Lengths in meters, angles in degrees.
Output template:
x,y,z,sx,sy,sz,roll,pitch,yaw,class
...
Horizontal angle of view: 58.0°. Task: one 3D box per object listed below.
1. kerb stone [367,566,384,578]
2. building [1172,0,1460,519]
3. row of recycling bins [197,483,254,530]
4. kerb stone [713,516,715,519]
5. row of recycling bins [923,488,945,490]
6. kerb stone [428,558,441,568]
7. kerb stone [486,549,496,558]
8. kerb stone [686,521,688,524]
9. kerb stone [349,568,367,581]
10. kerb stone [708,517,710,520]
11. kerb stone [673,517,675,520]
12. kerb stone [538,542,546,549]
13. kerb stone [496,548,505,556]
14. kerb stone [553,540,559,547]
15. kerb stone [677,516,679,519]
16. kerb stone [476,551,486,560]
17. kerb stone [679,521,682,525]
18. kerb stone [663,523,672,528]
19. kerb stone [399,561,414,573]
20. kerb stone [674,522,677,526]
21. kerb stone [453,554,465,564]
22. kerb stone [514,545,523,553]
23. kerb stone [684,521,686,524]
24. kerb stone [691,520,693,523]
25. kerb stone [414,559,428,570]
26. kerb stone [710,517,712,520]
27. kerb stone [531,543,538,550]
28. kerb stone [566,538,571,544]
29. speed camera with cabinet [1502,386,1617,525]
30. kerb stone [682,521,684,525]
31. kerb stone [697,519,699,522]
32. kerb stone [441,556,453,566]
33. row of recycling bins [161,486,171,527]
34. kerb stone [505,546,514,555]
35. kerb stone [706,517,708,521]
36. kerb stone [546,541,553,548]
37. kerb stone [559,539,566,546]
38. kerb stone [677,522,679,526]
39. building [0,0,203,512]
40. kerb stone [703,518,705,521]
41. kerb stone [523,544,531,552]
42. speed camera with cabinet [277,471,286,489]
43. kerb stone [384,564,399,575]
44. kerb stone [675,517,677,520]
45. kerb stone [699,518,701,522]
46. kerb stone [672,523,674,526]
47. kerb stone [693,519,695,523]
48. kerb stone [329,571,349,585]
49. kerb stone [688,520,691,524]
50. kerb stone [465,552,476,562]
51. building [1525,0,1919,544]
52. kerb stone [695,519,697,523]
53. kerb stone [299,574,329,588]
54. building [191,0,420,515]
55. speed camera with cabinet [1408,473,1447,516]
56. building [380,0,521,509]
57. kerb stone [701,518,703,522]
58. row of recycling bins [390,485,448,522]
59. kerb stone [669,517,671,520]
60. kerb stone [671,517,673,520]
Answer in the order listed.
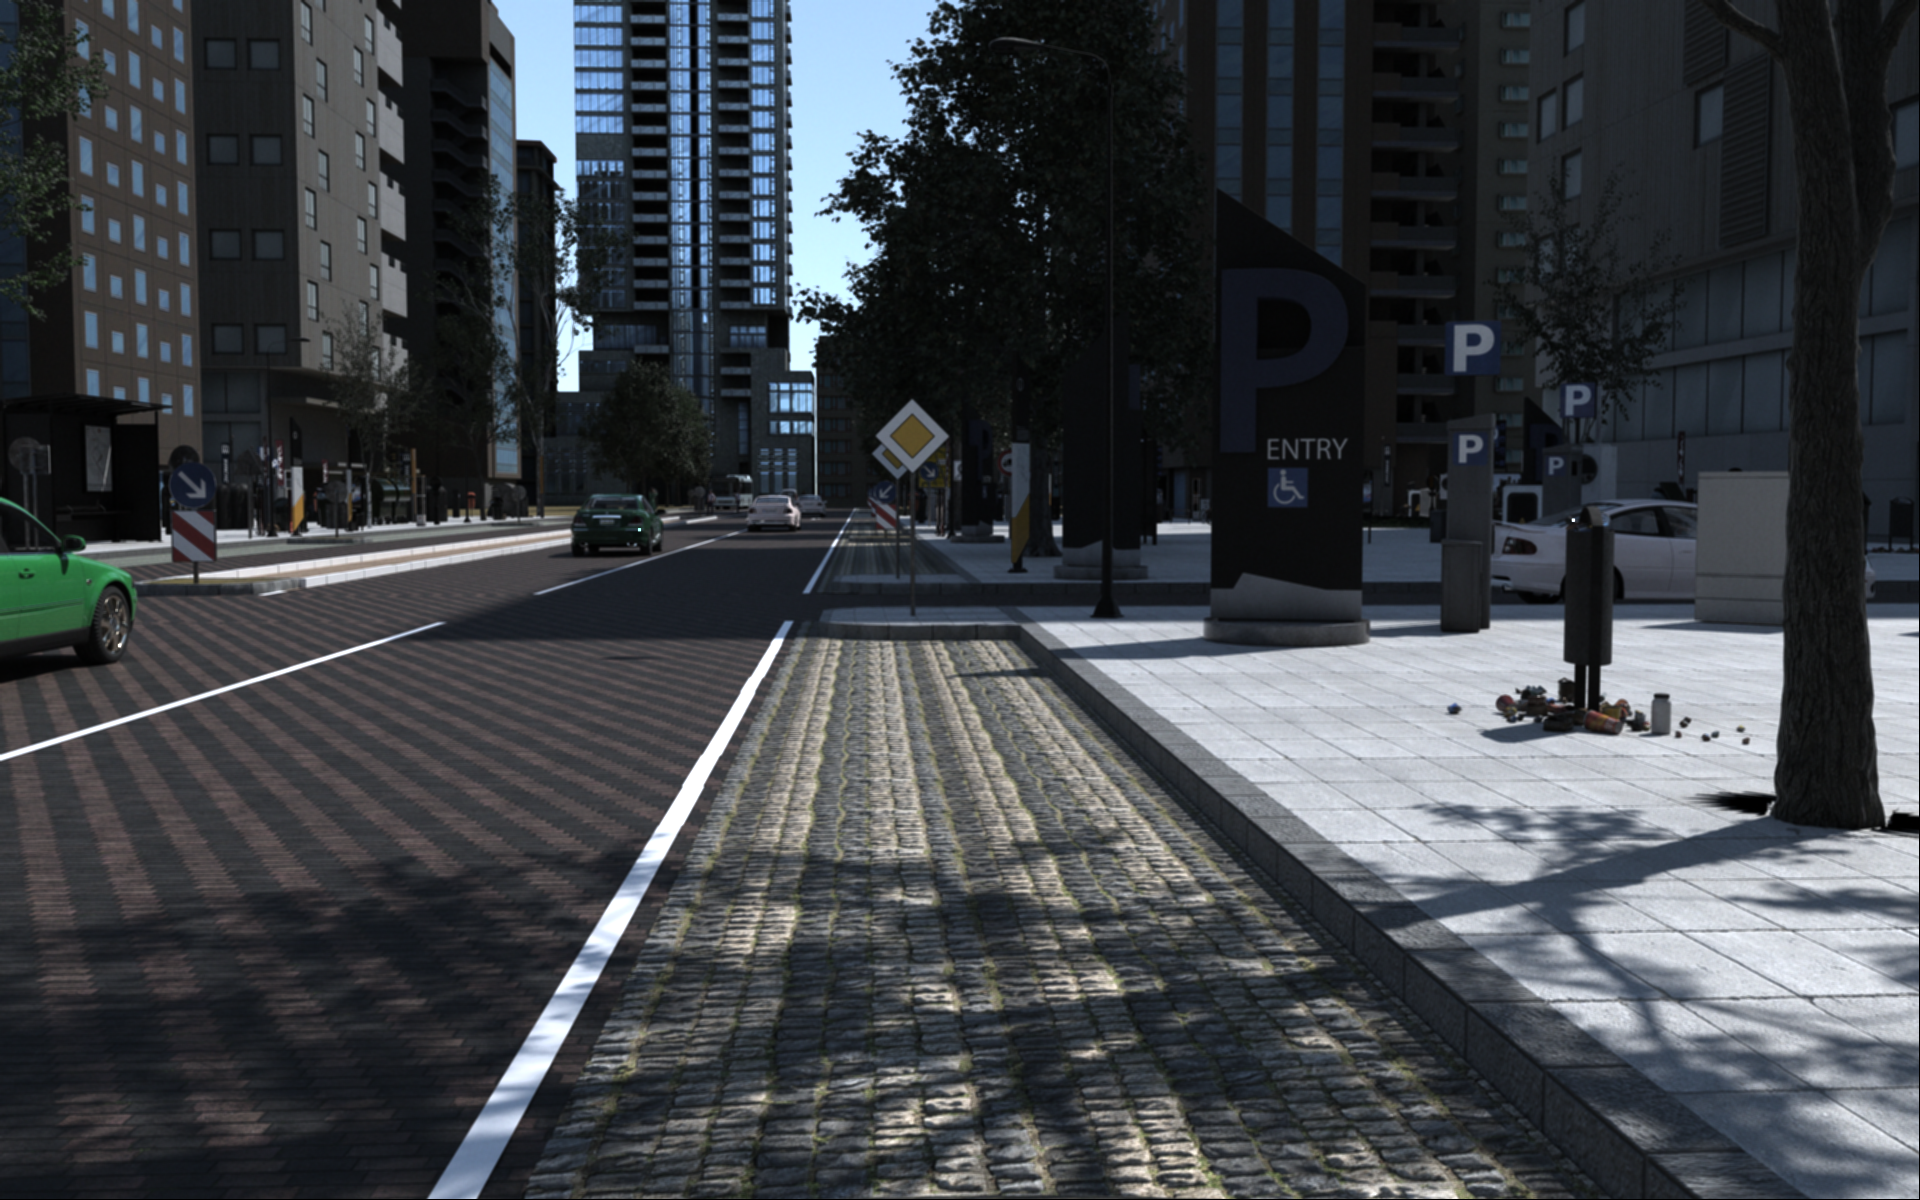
x,y,z,sx,sy,sz,roll,pitch,yaw,class
-10.178,-0.467,29.850,0.120,0.150,1.000,0,4,-3,kerb stone
17.941,-27.197,94.783,14.600,45.320,14.200,0,4,-3,building
-26.684,-3.404,62.776,1.069,1.692,3.534,0,4,5,row of recycling bins
-13.874,-4.535,96.340,0.120,0.150,1.000,0,4,-3,kerb stone
-0.955,-5.208,92.258,1.069,1.692,3.534,3,5,41,row of recycling bins
-10.403,-0.718,33.943,0.120,0.150,1.000,0,4,-3,kerb stone
-10.696,-1.032,39.073,0.120,0.150,1.000,0,4,-3,kerb stone
-13.087,-3.658,82.007,0.120,0.150,1.000,0,4,-3,kerb stone
-10.124,-0.402,28.830,0.120,0.150,1.000,0,4,-3,kerb stone
-13.709,-4.347,93.275,0.120,0.150,1.000,0,4,-3,kerb stone
-15.926,-4.468,95.244,0.120,0.150,1.000,0,4,-3,kerb stone
-11.031,-1.407,45.206,0.120,0.150,1.000,0,4,-3,kerb stone
-10.757,-1.092,40.094,0.120,0.150,1.000,0,4,-3,kerb stone
-11.147,-1.532,47.247,0.120,0.150,1.000,0,4,-3,kerb stone
-16.027,-4.594,97.299,0.120,0.150,1.000,0,4,-3,kerb stone
-10.635,-0.969,38.043,0.120,0.150,1.000,0,4,-3,kerb stone
-12.913,-3.471,78.945,0.120,0.150,1.000,0,4,-3,kerb stone
-12.684,-3.221,74.853,0.120,0.150,1.000,0,4,-3,kerb stone
-10.298,-0.583,31.894,0.120,0.150,1.000,0,4,-3,kerb stone
-12.800,-3.346,76.896,0.120,0.150,1.000,0,4,-3,kerb stone
-10.520,-0.844,35.997,0.120,0.150,1.000,0,4,-3,kerb stone
-10.859,-1.220,42.136,0.120,0.150,1.000,0,4,-3,kerb stone
-13.028,-3.591,80.987,0.120,0.150,1.000,0,4,-3,kerb stone
-13.192,-3.776,84.055,0.120,0.150,1.000,0,4,-3,kerb stone
-10.354,-0.656,32.922,0.120,0.150,1.000,0,4,-3,kerb stone
-13.765,-4.410,94.299,0.120,0.150,1.000,0,4,-3,kerb stone
-10.977,-1.341,44.180,0.120,0.150,1.000,0,4,-3,kerb stone
-11.260,-1.656,49.292,0.120,0.150,1.000,0,4,-3,kerb stone
11.101,-2.312,32.139,0.660,3.252,2.038,-3,4,-38,speed camera with cabinet
-12.969,-3.532,79.966,0.120,0.150,1.000,0,4,-3,kerb stone
-13.365,-3.972,87.136,0.120,0.150,1.000,0,4,-3,kerb stone
-10.464,-0.776,34.964,0.120,0.150,1.000,0,4,-3,kerb stone
-30.811,-3.638,66.600,3.534,1.692,1.069,-2,4,-30,row of recycling bins
-10.809,-1.157,41.115,0.120,0.150,1.000,0,4,-3,kerb stone
-13.653,-4.284,92.251,0.120,0.150,1.000,0,4,-3,kerb stone
-11.094,-1.470,46.226,0.120,0.150,1.000,0,4,-3,kerb stone
-11.207,-1.595,48.268,0.120,0.150,1.000,0,4,-3,kerb stone
-12.860,-3.401,77.925,0.120,0.150,1.000,0,4,-3,kerb stone
-45.286,-26.298,80.083,14.600,45.320,14.200,0,4,-3,building
-13.542,-4.160,90.205,0.120,0.150,1.000,0,4,-3,kerb stone
-10.913,-1.282,43.158,0.120,0.150,1.000,0,4,-3,kerb stone
-26.924,-4.566,68.990,0.660,3.252,2.038,0,4,6,speed camera with cabinet
-10.242,-0.531,30.870,0.120,0.150,1.000,0,4,-3,kerb stone
-15.976,-4.526,96.275,0.120,0.150,1.000,0,4,-3,kerb stone
-13.428,-4.034,88.156,0.120,0.150,1.000,0,4,-3,kerb stone
-12.736,-3.280,75.876,0.120,0.150,1.000,0,4,-3,kerb stone
-13.259,-3.842,85.088,0.120,0.150,1.000,0,4,-3,kerb stone
-10.066,-0.343,27.808,0.120,0.150,1.000,0,4,-3,kerb stone
-13.142,-3.720,83.028,0.120,0.150,1.000,0,4,-3,kerb stone
-10.578,-0.907,37.018,0.120,0.150,1.000,0,4,-3,kerb stone
35.879,-28.453,54.440,27.495,52.752,28.713,0,4,-3,building
-13.310,-3.909,86.111,0.120,0.150,1.000,0,4,-3,kerb stone
-10.016,-0.281,26.787,0.120,0.150,1.000,0,4,-3,kerb stone
-52.275,-31.943,111.507,28.713,52.752,27.495,0,4,-3,building
20.932,-5.034,76.637,2.038,3.252,0.660,2,4,26,speed camera with cabinet
-47.770,-30.800,153.697,14.200,45.320,14.600,0,4,-3,building
-13.488,-4.097,89.182,0.120,0.150,1.000,0,4,-3,kerb stone
-25.308,-4.512,80.883,3.534,1.692,1.069,2,4,31,row of recycling bins
-15.802,-4.343,93.203,0.120,0.150,1.000,0,4,-3,kerb stone
-15.864,-4.405,94.223,0.120,0.150,1.000,0,4,-3,kerb stone
